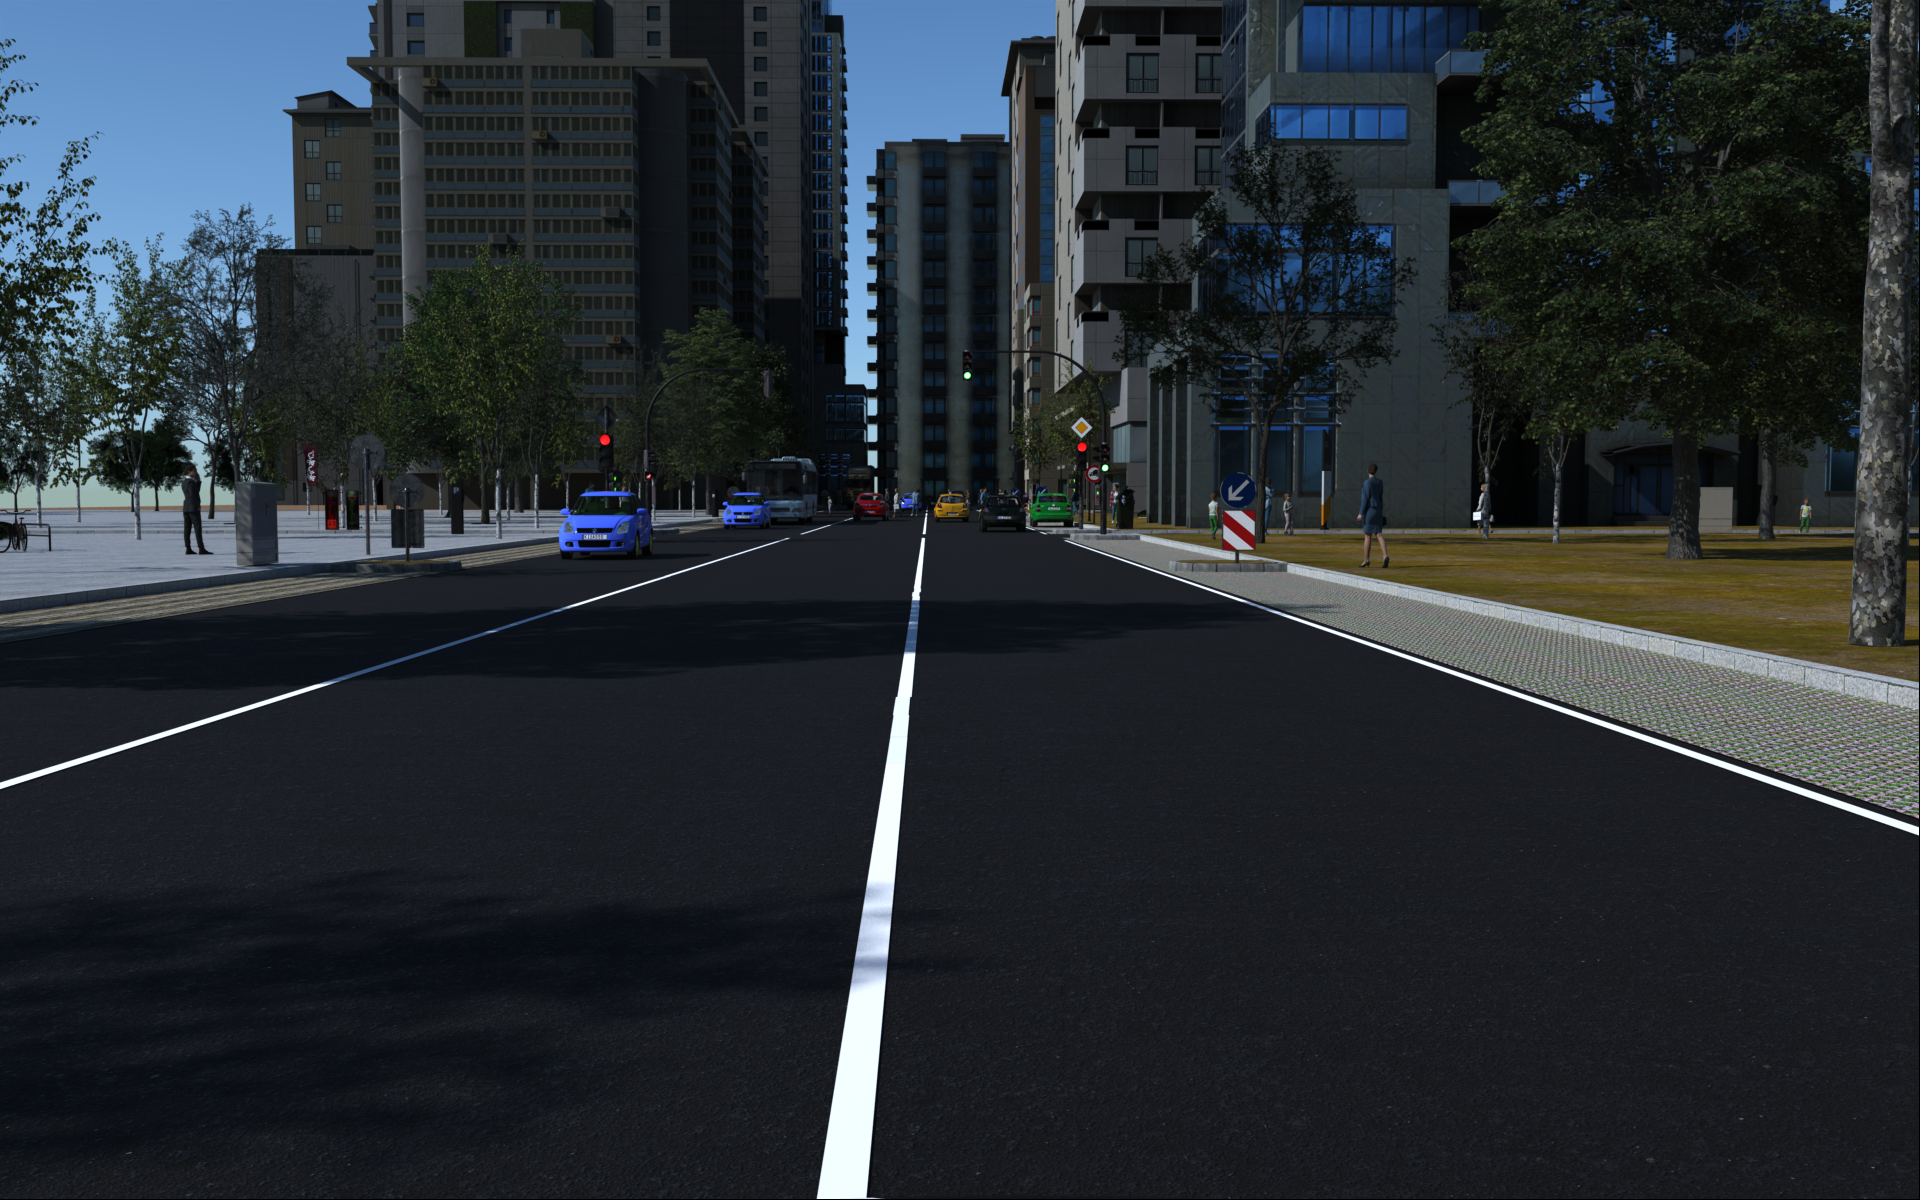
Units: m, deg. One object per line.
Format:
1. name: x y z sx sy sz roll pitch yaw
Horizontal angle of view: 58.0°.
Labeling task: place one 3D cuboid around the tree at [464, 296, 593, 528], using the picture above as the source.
1. tree: -15.897 -7.011 64.994 4.360 8.622 3.978 0 3 0

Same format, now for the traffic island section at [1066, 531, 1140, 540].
1. traffic island section: 4.575 -2.006 55.083 2.009 0.180 2.903 0 4 -1

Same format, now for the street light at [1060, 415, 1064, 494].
1. street light: 5.845 -7.791 100.173 0.468 5.910 1.993 0 4 -1

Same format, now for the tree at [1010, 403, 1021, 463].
1. tree: 5.724 -11.107 131.968 4.737 8.622 4.395 0 3 0

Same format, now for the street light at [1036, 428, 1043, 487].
1. street light: 5.480 -8.941 118.973 0.468 5.910 1.993 0 4 -1

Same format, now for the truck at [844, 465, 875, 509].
1. truck: -9.824 -11.126 170.830 2.839 4.237 11.283 0 4 -1

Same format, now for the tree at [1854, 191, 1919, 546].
1. tree: 23.668 -5.646 42.675 4.360 8.622 3.978 0 3 0

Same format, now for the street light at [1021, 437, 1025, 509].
1. street light: 5.099 -10.091 137.772 0.468 5.910 1.993 0 4 -1

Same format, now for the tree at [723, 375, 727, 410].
1. tree: -14.445 -8.684 92.352 4.360 8.622 3.978 0 3 0

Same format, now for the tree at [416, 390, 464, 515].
1. tree: -31.550 -9.481 105.385 4.360 8.622 3.978 0 3 0

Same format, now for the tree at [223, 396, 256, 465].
1. tree: -38.290 -8.896 95.812 4.360 8.622 3.978 0 3 0

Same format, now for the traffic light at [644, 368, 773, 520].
1. traffic light: -9.177 -5.386 62.729 4.771 5.953 1.251 0 4 -1

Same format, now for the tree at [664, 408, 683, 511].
1. tree: -22.032 -11.270 134.629 4.737 8.622 4.395 0 3 0

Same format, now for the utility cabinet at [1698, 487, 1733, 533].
1. utility cabinet: 24.428 -2.909 56.248 1.173 1.500 0.318 0 4 3

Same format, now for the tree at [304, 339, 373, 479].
1. tree: -27.586 -8.013 81.370 4.737 8.622 4.395 0 3 0

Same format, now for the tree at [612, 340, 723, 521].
1. tree: -14.478 -8.103 82.852 4.360 8.622 3.978 0 3 0

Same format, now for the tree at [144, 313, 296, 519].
1. tree: -38.166 -9.437 88.710 7.601 10.594 8.767 0 4 1

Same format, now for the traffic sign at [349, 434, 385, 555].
1. traffic sign: -12.525 -2.231 36.585 0.768 2.556 0.104 0 4 2

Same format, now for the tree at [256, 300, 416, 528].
1. tree: -23.460 -7.011 64.986 4.360 8.622 3.978 0 3 0

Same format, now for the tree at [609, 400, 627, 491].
1. tree: -23.528 -9.416 104.320 4.737 8.622 4.395 0 3 0

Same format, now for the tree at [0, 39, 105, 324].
1. tree: -15.906 -4.721 27.555 4.737 8.622 4.395 0 3 0

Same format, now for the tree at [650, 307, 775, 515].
1. tree: -15.086 -11.440 105.178 7.486 12.596 7.792 0 3 0

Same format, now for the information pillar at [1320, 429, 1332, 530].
1. information pillar: 13.160 -4.333 62.206 0.504 3.616 0.183 -3 5 -45

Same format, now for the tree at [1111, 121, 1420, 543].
1. tree: 7.648 -6.730 44.452 8.767 10.594 7.601 1 4 23

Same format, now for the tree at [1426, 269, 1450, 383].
1. tree: 15.311 -6.058 49.414 4.360 8.622 3.978 0 3 0

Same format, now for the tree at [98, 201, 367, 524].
1. tree: -30.627 -9.953 73.095 12.009 13.543 11.850 0 3 0

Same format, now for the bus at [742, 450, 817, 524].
1. bus: -8.631 -5.503 84.836 2.948 3.499 13.247 0 4 -2

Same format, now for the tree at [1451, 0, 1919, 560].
1. tree: 14.217 -7.775 33.778 9.857 13.997 8.962 0 3 0

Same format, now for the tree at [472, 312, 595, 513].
1. tree: -30.208 -12.966 118.649 9.857 13.997 8.962 0 3 0

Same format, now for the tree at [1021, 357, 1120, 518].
1. tree: 6.304 -8.692 92.474 4.737 8.622 4.395 0 3 0

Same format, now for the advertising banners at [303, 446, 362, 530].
1. advertising banners: -22.442 -4.020 61.910 2.074 3.025 0.090 0 4 2

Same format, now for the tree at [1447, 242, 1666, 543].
1. tree: 15.747 -5.783 44.909 4.360 8.622 3.978 0 3 0

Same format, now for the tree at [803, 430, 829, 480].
1. tree: -16.578 -14.622 189.436 4.360 8.622 3.978 0 3 0

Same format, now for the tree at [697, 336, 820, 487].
1. tree: -14.744 -12.777 125.909 9.611 12.733 9.660 0 3 0

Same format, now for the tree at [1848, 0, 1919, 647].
1. tree: 7.009 -9.754 15.375 12.611 20.169 13.585 0 3 0

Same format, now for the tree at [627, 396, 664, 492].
1. tree: -24.873 -10.923 128.945 4.737 8.622 4.395 0 3 0

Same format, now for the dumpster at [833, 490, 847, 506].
1. dumpster: -13.530 -11.592 197.743 1.865 1.857 1.264 0 4 -3

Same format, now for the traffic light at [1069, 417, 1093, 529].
1. traffic light: 4.392 -4.528 62.952 0.839 4.253 0.868 0 4 -1

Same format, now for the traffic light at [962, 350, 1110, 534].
1. traffic light: 2.445 -4.900 54.789 4.771 5.953 1.251 0 4 -1

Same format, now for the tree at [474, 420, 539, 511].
1. tree: -35.285 -13.054 131.562 7.486 12.596 7.792 0 3 0

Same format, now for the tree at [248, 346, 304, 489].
1. tree: -33.018 -8.015 81.403 4.737 8.622 4.395 0 3 0

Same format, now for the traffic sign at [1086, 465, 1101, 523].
1. traffic sign: 5.882 -4.633 75.861 0.768 2.556 0.104 0 4 7

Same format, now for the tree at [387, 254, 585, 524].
1. tree: -20.146 -9.052 73.750 9.928 11.665 9.643 0 3 0

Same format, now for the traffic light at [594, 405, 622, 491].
1. traffic light: -11.124 -4.022 54.673 0.839 4.253 0.868 0 4 -1

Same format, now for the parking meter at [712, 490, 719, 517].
1. parking meter: -13.623 -5.382 96.407 0.372 1.533 0.369 0 3 0

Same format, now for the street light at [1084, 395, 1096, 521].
1. street light: 6.059 -6.618 80.994 0.468 5.910 1.993 0 4 -1

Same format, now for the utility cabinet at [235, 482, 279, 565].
1. utility cabinet: -12.646 -1.376 31.182 0.318 1.500 1.173 0 4 -1

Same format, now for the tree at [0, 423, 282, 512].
1. tree: -60.844 -10.069 127.528 11.467 7.101 20.602 2 4 30

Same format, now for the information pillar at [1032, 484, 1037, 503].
1. information pillar: 5.176 -7.127 121.023 0.304 2.012 0.304 -1 4 -8

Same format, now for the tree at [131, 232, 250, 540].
1. tree: -23.301 -6.005 48.536 4.737 8.622 4.395 0 3 0

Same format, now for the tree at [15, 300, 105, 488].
1. tree: -34.471 -7.000 64.812 4.360 8.622 3.978 0 3 0

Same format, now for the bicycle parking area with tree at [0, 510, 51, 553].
1. bicycle parking area with tree: -24.902 -3.119 37.991 8.231 4.147 9.016 -2 4 -35

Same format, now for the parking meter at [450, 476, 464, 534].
1. parking meter: -16.059 -3.037 55.365 0.399 1.863 0.255 0 4 -5

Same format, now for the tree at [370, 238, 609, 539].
1. tree: -13.422 -6.062 49.477 4.737 8.622 4.395 0 3 0

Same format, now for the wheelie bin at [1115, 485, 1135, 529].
1. wheelie bin: 6.091 -3.418 63.791 0.693 1.594 0.980 0 4 -5

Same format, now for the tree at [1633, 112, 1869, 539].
1. tree: 22.856 -8.039 49.563 7.486 12.596 7.792 0 3 0

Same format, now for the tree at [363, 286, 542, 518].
1. tree: -27.487 -10.813 93.804 9.611 12.733 9.660 0 3 0
